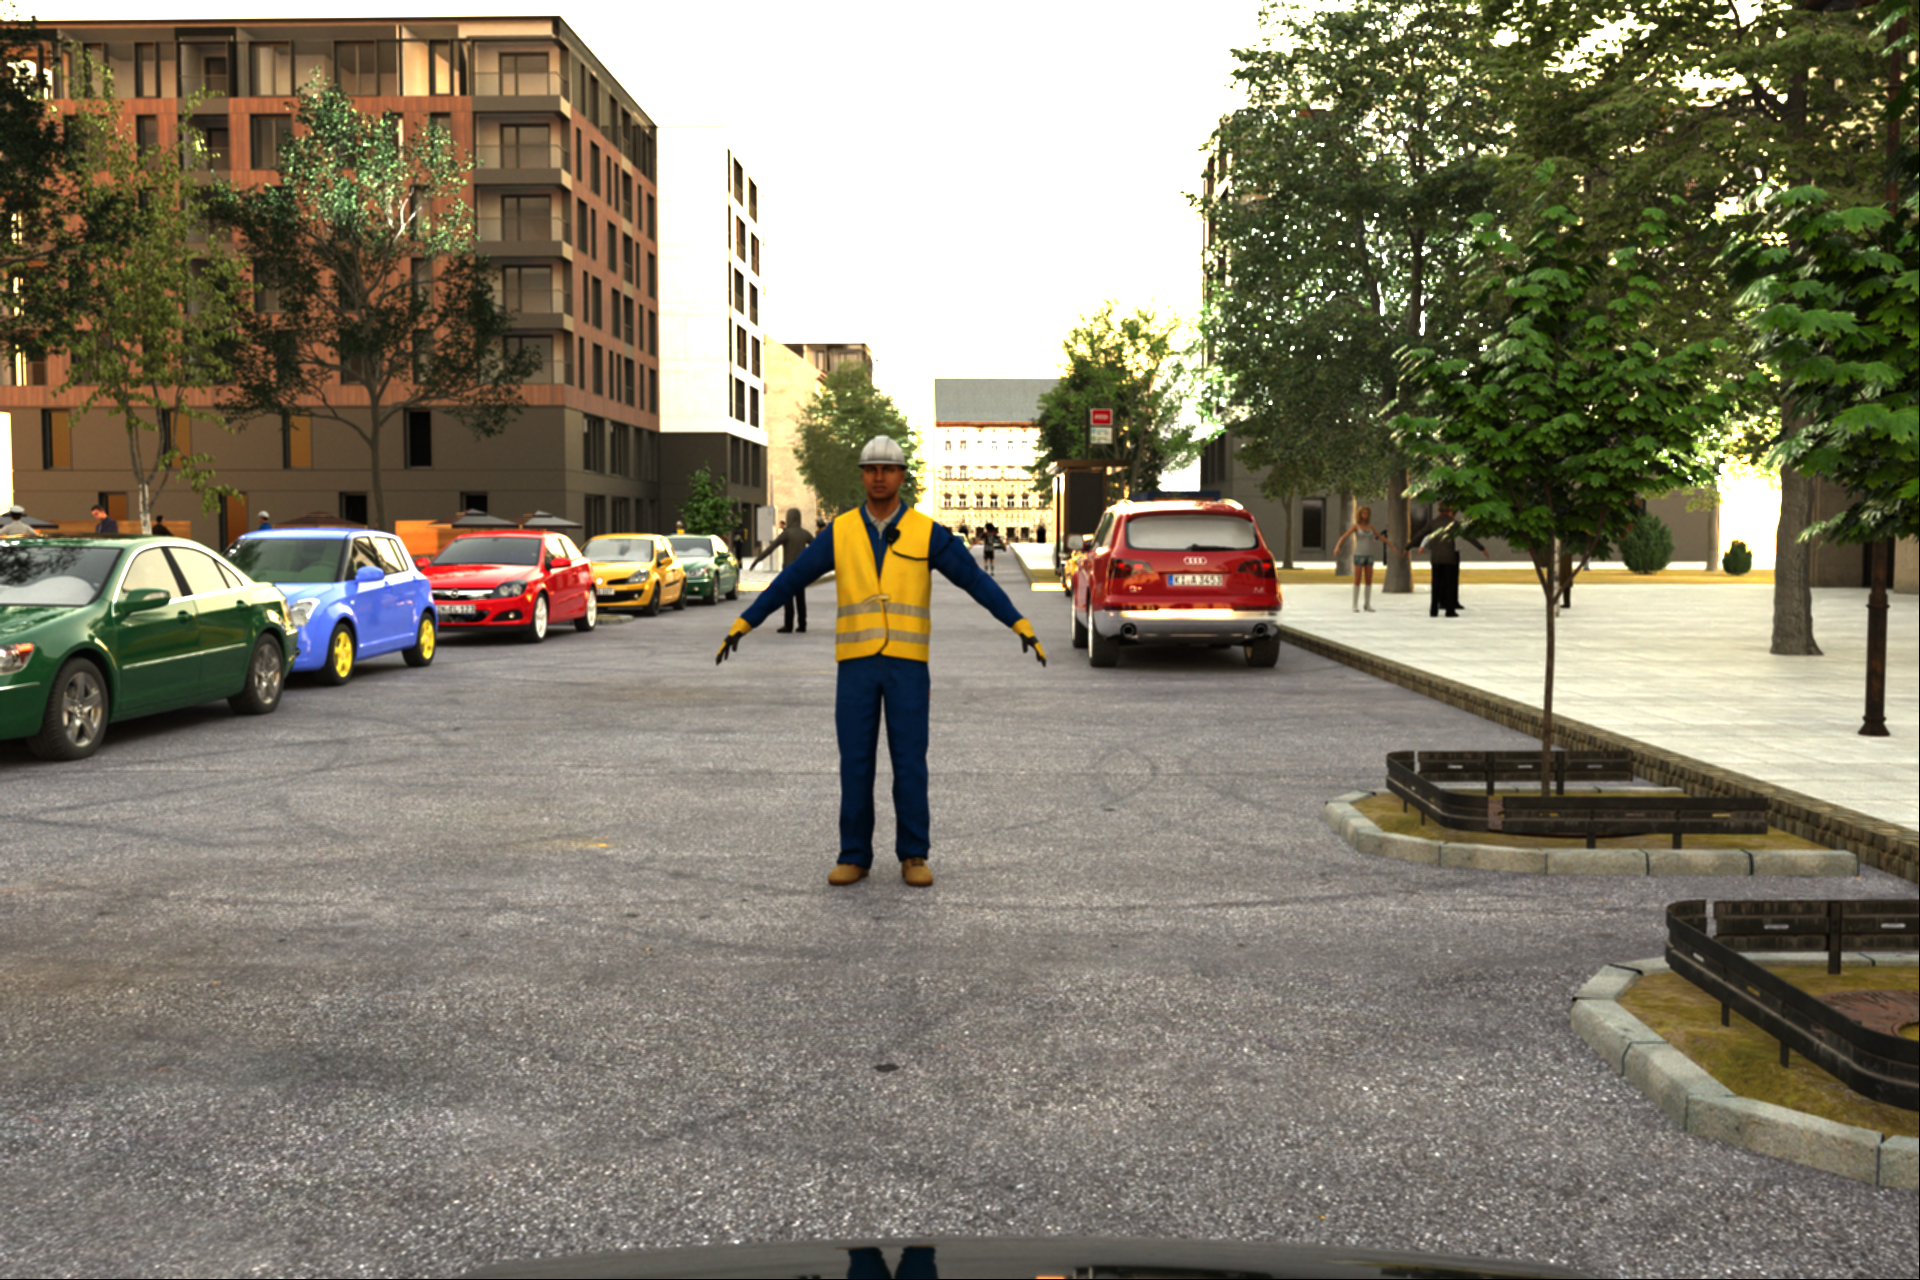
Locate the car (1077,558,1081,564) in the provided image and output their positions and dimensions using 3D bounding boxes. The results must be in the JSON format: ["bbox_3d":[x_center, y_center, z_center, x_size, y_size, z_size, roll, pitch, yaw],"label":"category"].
[{"bbox_3d":[3.006,-1.167,29.296,2.015,1.641,3.980,0,4,1],"label":"car"}]

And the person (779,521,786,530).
[{"bbox_3d":[-7.156,-3.880,69.631,1.347,1.806,0.705,2,4,24],"label":"person"}]

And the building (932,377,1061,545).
[{"bbox_3d":[5.339,-24.957,241.434,18.063,23.208,19.493,0,4,-2],"label":"building"}]

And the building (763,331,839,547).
[{"bbox_3d":[-22.332,-20.821,171.357,19.493,23.208,18.063,0,4,2],"label":"building"}]

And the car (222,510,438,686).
[{"bbox_3d":[-6.623,-0.483,17.481,1.945,1.707,3.694,0,4,2],"label":"car"}]

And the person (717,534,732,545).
[{"bbox_3d":[-8.362,-3.199,58.436,1.347,1.817,0.704,-1,4,-10],"label":"person"}]

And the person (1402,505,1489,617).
[{"bbox_3d":[7.504,-1.265,26.856,1.348,1.807,0.705,2,4,31],"label":"person"}]

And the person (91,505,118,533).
[{"bbox_3d":[-14.137,-1.347,28.511,0.683,1.767,0.568,2,4,32],"label":"person"}]

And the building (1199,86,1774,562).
[{"bbox_3d":[27.029,-15.408,95.894,27.936,21.610,32.646,0,4,2],"label":"building"}]

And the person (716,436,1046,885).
[{"bbox_3d":[-0.320,0.080,7.122,1.349,1.833,0.705,0,4,4],"label":"person"}]

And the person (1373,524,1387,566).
[{"bbox_3d":[17.196,-3.842,69.545,1.216,1.740,0.721,1,4,8],"label":"person"}]

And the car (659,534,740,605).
[{"bbox_3d":[-5.780,-1.504,36.381,2.131,1.459,4.920,0,4,1],"label":"car"}]

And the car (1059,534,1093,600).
[{"bbox_3d":[3.240,-1.735,38.583,2.015,1.641,3.980,0,4,0],"label":"car"}]

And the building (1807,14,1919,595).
[{"bbox_3d":[29.199,-13.499,22.865,24.374,26.755,37.873,0,4,2],"label":"building"}]

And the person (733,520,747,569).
[{"bbox_3d":[-8.142,-3.533,63.545,0.705,1.856,1.354,0,4,-1],"label":"person"}]

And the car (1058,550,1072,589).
[{"bbox_3d":[3.528,-1.952,44.492,1.945,1.354,3.894,0,4,0],"label":"car"}]

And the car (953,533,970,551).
[{"bbox_3d":[-0.346,-5.815,103.877,1.959,1.807,4.718,0,4,1],"label":"car"}]

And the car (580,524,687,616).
[{"bbox_3d":[-6.086,-1.293,31.369,2.015,1.641,3.980,0,4,1],"label":"car"}]

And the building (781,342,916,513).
[{"bbox_3d":[-20.022,-21.847,201.176,27.936,21.610,32.646,0,4,2],"label":"building"}]

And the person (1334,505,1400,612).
[{"bbox_3d":[6.683,-1.340,28.524,1.214,1.753,0.721,-1,4,-18],"label":"person"}]

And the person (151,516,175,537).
[{"bbox_3d":[-22.935,-2.668,49.752,1.346,1.812,0.704,1,4,18],"label":"person"}]

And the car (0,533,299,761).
[{"bbox_3d":[-6.440,-0.040,12.458,2.131,1.459,4.920,0,4,1],"label":"car"}]

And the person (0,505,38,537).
[{"bbox_3d":[-16.311,-1.435,29.929,1.216,1.778,0.721,-3,5,-41],"label":"person"}]

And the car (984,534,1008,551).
[{"bbox_3d":[2.973,-8.207,143.973,2.009,1.686,4.222,0,4,0],"label":"car"}]

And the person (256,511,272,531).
[{"bbox_3d":[-17.166,-2.250,42.671,0.705,1.842,1.347,0,4,2],"label":"person"}]

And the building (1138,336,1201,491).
[{"bbox_3d":[27.572,-20.569,167.225,19.493,23.208,18.063,0,4,1],"label":"building"}]

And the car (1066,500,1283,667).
[{"bbox_3d":[2.414,-0.704,20.184,2.281,1.827,5.304,0,4,0],"label":"car"}]

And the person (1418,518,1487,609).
[{"bbox_3d":[8.385,-1.434,29.598,1.344,1.810,0.704,-1,4,-17],"label":"person"}]

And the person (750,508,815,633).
[{"bbox_3d":[-2.436,-1.018,25.227,1.348,1.813,0.705,-3,4,-38],"label":"person"}]

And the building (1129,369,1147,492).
[{"bbox_3d":[28.434,-20.000,193.462,16.747,18.905,31.486,0,4,1],"label":"building"}]

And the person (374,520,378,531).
[{"bbox_3d":[-22.282,-3.698,66.398,1.347,1.837,0.705,1,4,23],"label":"person"}]

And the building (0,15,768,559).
[{"bbox_3d":[-25.703,-14.754,85.203,27.936,21.610,32.646,0,4,2],"label":"building"}]

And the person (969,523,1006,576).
[{"bbox_3d":[0.986,-3.116,59.548,1.345,1.843,0.704,-1,4,-20],"label":"person"}]

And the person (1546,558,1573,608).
[{"bbox_3d":[10.406,-1.429,30.135,1.217,1.736,0.721,-1,4,-20],"label":"person"}]

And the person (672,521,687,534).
[{"bbox_3d":[-10.842,-3.680,66.637,1.216,1.772,0.721,-3,5,-41],"label":"person"}]

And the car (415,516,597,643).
[{"bbox_3d":[-6.350,-0.922,24.107,2.155,1.783,4.494,0,4,2],"label":"car"}]
